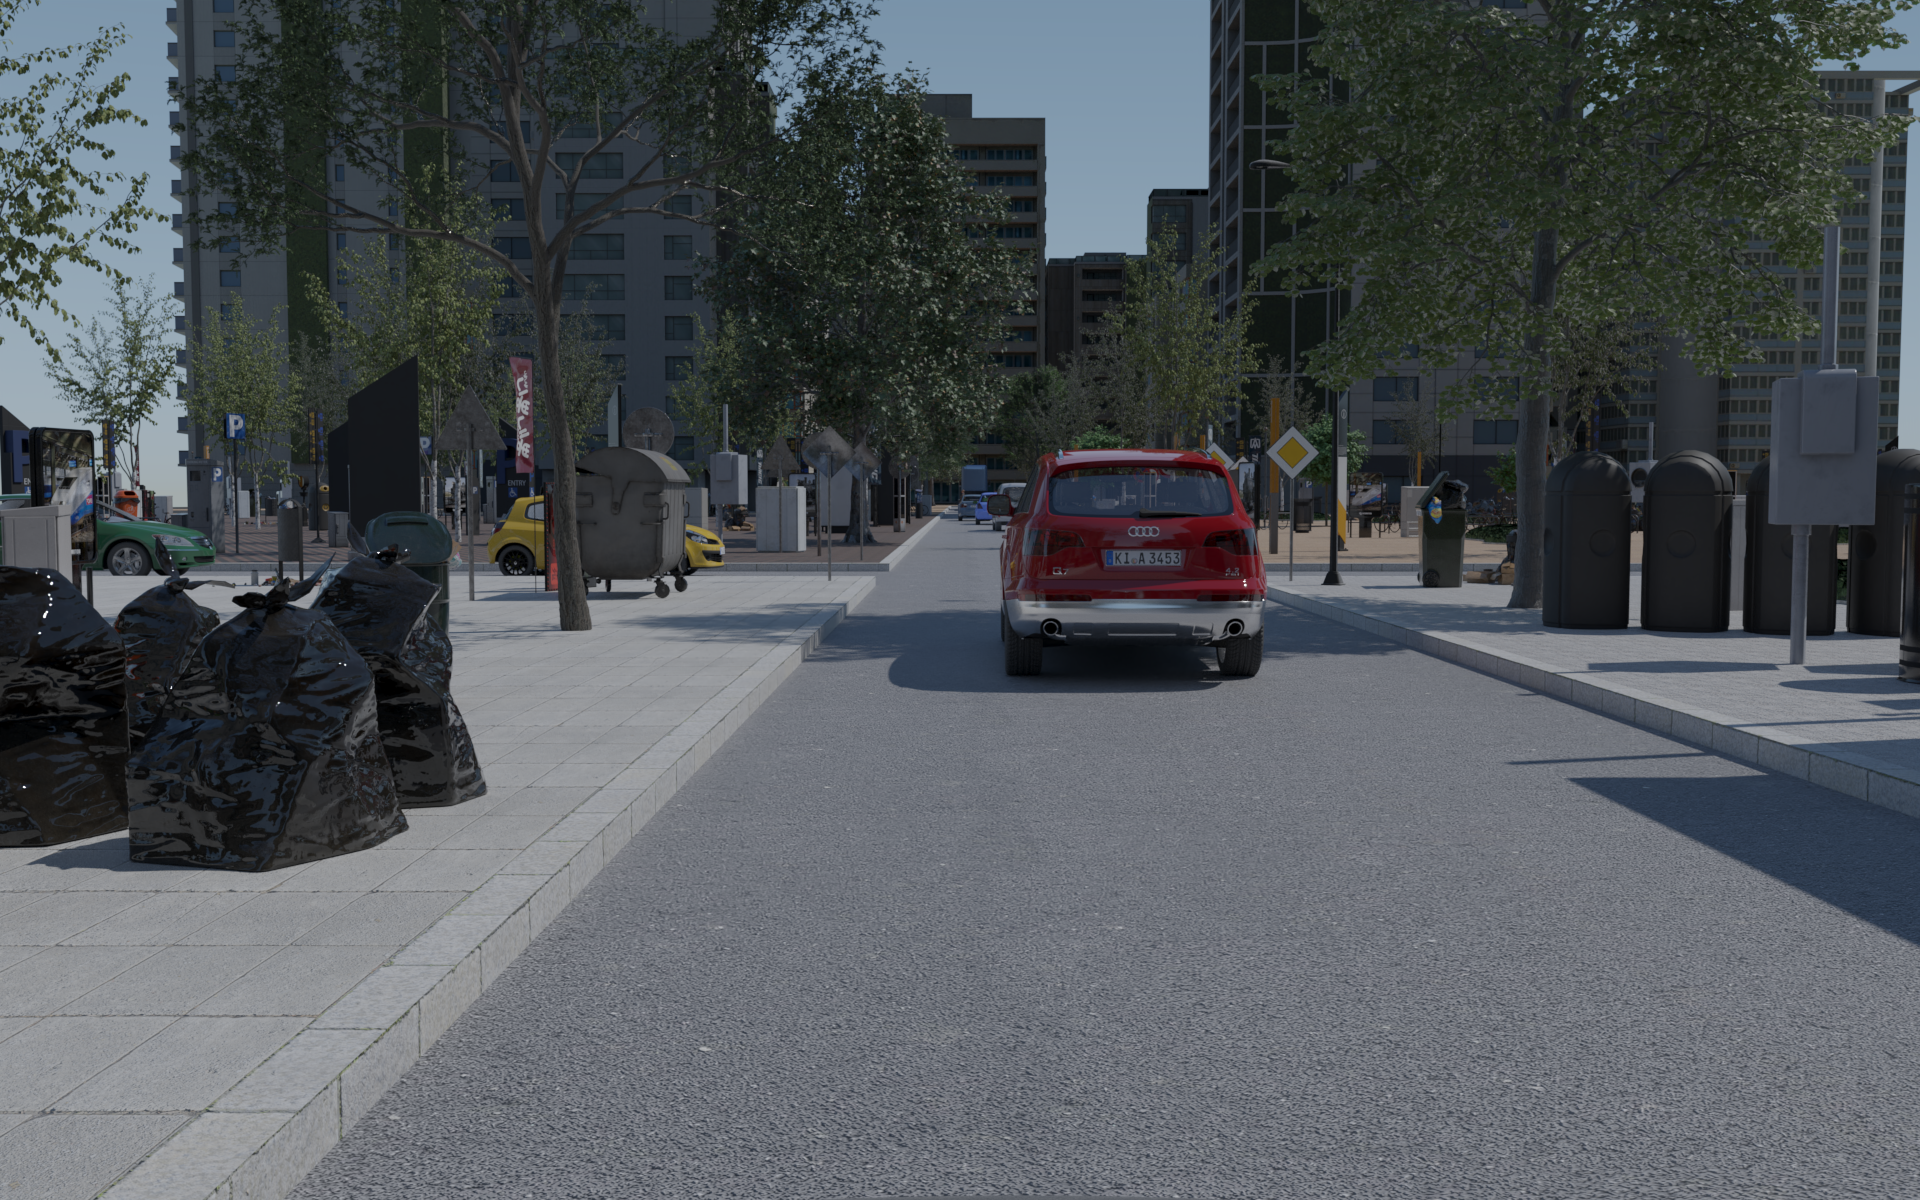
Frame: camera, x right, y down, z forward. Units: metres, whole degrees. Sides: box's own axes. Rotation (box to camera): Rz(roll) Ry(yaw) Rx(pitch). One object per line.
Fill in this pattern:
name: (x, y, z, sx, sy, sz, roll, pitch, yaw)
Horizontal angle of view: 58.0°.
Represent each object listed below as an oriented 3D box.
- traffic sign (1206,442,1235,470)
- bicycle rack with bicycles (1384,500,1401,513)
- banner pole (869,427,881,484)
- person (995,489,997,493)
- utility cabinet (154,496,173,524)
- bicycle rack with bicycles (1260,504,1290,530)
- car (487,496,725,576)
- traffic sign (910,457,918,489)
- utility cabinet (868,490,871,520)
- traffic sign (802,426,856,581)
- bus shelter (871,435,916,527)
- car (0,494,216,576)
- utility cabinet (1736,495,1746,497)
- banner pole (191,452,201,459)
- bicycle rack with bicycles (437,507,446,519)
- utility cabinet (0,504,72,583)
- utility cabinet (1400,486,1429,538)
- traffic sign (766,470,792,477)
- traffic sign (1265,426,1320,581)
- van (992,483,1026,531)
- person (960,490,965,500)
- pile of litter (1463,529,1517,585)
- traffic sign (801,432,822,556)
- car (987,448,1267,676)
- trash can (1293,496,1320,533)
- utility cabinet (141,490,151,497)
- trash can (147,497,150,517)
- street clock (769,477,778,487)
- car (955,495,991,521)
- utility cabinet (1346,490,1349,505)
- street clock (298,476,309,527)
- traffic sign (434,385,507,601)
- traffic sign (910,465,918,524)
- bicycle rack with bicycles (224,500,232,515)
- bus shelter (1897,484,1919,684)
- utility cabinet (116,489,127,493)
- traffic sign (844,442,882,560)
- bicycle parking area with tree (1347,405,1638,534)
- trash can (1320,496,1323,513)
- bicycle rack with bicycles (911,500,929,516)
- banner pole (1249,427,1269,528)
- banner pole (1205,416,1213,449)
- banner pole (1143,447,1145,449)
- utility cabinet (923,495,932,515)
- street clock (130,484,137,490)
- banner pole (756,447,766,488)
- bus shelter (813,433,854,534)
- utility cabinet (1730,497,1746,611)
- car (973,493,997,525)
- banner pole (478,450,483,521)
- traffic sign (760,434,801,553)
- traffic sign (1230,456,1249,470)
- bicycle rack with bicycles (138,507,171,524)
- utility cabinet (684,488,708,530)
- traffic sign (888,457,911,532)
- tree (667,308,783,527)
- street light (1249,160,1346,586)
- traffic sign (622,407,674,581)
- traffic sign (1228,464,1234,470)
traffic sign: (4.893, -1.823, 33.449, 0.795, 2.450, 0.064, 0, 4, 0)
bicycle rack with bicycles: (26.254, -5.410, 101.843, 2.852, 0.926, 2.925, -1, 4, -18)
banner pole: (-2.832, -3.960, 54.758, 0.863, 3.779, 0.401, -2, 4, -35)
person: (2.395, -6.896, 121.697, 0.683, 1.767, 0.568, -2, 4, -28)
utility cabinet: (-34.734, -3.937, 75.538, 1.020, 1.237, 0.306, 3, 4, 36)
bicycle rack with bicycles: (10.754, -3.026, 62.854, 2.852, 0.926, 2.925, 3, 5, 43)
car: (-6.054, -1.197, 29.796, 3.980, 1.641, 2.015, 0, 4, 1)
traffic sign: (-3.329, -5.981, 91.658, 2.265, 3.308, 0.079, 0, 4, 3)
utility cabinet: (-3.931, -4.560, 83.228, 0.318, 1.500, 1.173, -3, 5, -42)
traffic sign: (-1.920, -1.337, 25.500, 0.795, 2.450, 0.064, 0, 4, 0)
bus shelter: (-2.634, -4.864, 70.806, 1.731, 3.624, 6.357, 0, 4, 0)
car: (-15.133, -1.067, 29.245, 4.920, 1.459, 2.131, 0, 4, -1)
utility cabinet: (34.469, -4.016, 76.821, 1.020, 1.237, 0.306, -1, 4, -21)
banner pole: (-45.022, -6.856, 102.113, 0.401, 3.779, 0.863, 2, 4, 27)
bicycle rack with bicycles: (-27.910, -4.664, 89.645, 2.925, 0.926, 2.852, 2, 4, 26)
utility cabinet: (-5.362, 0.066, 10.084, 0.306, 1.237, 1.020, -2, 4, -24)
utility cabinet: (13.456, -2.563, 50.589, 1.173, 1.500, 0.318, -1, 4, -23)
traffic sign: (-5.714, -3.364, 54.997, 0.884, 2.594, 0.081, 0, 4, 1)
traffic sign: (4.874, -1.335, 25.464, 0.795, 2.450, 0.064, 0, 4, 0)
van: (2.141, -3.721, 67.848, 2.013, 2.044, 4.112, 0, 4, -1)
person: (0.170, -7.703, 134.993, 0.434, 1.755, 0.990, 1, 4, 16)
pile of litter: (7.846, -0.666, 24.856, 1.176, 0.858, 1.719, 0, 4, 6)
traffic sign: (-2.904, -2.176, 35.676, 0.768, 2.556, 0.104, 1, 4, 8)
car: (1.376, -0.399, 15.194, 2.281, 1.827, 5.304, 0, 4, 1)
trash can: (11.291, -2.781, 57.118, 0.748, 1.137, 0.748, 0, 3, 0)
utility cabinet: (-40.644, -4.733, 86.069, 1.173, 1.500, 0.318, 3, 4, 36)
trash can: (-38.780, -4.327, 82.406, 0.748, 1.137, 0.748, 0, 3, 0)
street clock: (-6.878, -3.622, 63.783, 0.358, 2.002, 0.471, -1, 4, -20)
car: (0.761, -4.954, 92.995, 2.014, 1.417, 4.499, 0, 4, 0)
utility cabinet: (21.232, -5.224, 94.092, 0.318, 1.500, 1.173, -1, 4, -22)
street clock: (-25.870, -3.898, 68.306, 0.471, 2.002, 0.358, 3, 5, 41)
traffic sign: (-5.870, -1.269, 20.755, 0.884, 2.594, 0.081, 0, 4, 2)
traffic sign: (-2.186, -4.588, 75.127, 0.768, 2.556, 0.104, 0, 4, 5)
bicycle rack with bicycles: (-44.634, -5.551, 104.134, 2.925, 0.926, 2.852, -1, 4, -14)
bus shelter: (6.608, -1.839, 7.693, 2.179, 5.291, 8.768, 0, 4, 0)
utility cabinet: (-34.028, -3.770, 70.311, 0.318, 1.500, 1.173, -1, 4, -20)
traffic sign: (-1.902, -1.825, 33.485, 0.795, 2.450, 0.064, 0, 4, 0)
bicycle parking area with tree: (17.529, -4.261, 56.668, 8.231, 4.147, 9.016, -1, 4, -21)
trash can: (21.708, -5.738, 105.471, 0.748, 1.137, 0.748, 0, 3, 0)
bicycle rack with bicycles: (-3.304, -5.491, 103.155, 2.925, 0.926, 2.852, 0, 4, -2)
banner pole: (11.250, -4.594, 65.131, 0.863, 3.779, 0.401, 1, 4, 20)
banner pole: (7.876, -3.966, 54.861, 0.401, 3.779, 0.863, 2, 4, 24)
banner pole: (9.913, -6.214, 91.620, 0.863, 3.779, 0.401, -2, 4, -31)
utility cabinet: (-2.262, -5.905, 107.716, 1.020, 1.237, 0.306, 2, 4, 26)
street clock: (-49.004, -6.005, 102.750, 0.358, 2.002, 0.471, -3, 5, -42)
banner pole: (-9.353, -5.620, 81.901, 0.401, 3.779, 0.863, 2, 4, 33)
bus shelter: (-3.995, -3.965, 58.759, 2.014, 3.302, 5.546, 0, 3, 0)
utility cabinet: (8.874, -0.496, 19.266, 1.020, 1.237, 0.306, -1, 4, -19)
car: (1.561, -4.400, 81.524, 1.945, 1.707, 3.694, 0, 3, 0)
banner pole: (-22.563, -5.595, 81.492, 0.401, 3.779, 0.863, -2, 4, -30)
traffic sign: (-3.906, -2.304, 37.670, 0.884, 2.594, 0.081, 0, 4, 3)
traffic sign: (8.580, -3.144, 52.586, 0.795, 2.450, 0.064, 0, 4, 4)
bicycle rack with bicycles: (-23.990, -2.182, 49.051, 2.925, 0.926, 2.852, 2, 4, 29)
utility cabinet: (-9.342, -3.189, 60.822, 1.173, 1.500, 0.318, 3, 5, 41)
traffic sign: (-2.019, -3.531, 57.834, 0.768, 2.556, 0.104, 1, 4, 9)
tree: (-9.459, -7.155, 67.349, 4.737, 8.622, 4.395, 0, 3, 0)
street light: (4.723, -3.163, 24.251, 1.470, 5.913, 1.316, 0, 4, 0)
traffic sign: (-4.568, -1.546, 25.381, 0.768, 2.556, 0.104, 0, 4, 2)
traffic sign: (8.905, -3.410, 57.878, 0.606, 2.300, 0.079, 0, 4, 5)
